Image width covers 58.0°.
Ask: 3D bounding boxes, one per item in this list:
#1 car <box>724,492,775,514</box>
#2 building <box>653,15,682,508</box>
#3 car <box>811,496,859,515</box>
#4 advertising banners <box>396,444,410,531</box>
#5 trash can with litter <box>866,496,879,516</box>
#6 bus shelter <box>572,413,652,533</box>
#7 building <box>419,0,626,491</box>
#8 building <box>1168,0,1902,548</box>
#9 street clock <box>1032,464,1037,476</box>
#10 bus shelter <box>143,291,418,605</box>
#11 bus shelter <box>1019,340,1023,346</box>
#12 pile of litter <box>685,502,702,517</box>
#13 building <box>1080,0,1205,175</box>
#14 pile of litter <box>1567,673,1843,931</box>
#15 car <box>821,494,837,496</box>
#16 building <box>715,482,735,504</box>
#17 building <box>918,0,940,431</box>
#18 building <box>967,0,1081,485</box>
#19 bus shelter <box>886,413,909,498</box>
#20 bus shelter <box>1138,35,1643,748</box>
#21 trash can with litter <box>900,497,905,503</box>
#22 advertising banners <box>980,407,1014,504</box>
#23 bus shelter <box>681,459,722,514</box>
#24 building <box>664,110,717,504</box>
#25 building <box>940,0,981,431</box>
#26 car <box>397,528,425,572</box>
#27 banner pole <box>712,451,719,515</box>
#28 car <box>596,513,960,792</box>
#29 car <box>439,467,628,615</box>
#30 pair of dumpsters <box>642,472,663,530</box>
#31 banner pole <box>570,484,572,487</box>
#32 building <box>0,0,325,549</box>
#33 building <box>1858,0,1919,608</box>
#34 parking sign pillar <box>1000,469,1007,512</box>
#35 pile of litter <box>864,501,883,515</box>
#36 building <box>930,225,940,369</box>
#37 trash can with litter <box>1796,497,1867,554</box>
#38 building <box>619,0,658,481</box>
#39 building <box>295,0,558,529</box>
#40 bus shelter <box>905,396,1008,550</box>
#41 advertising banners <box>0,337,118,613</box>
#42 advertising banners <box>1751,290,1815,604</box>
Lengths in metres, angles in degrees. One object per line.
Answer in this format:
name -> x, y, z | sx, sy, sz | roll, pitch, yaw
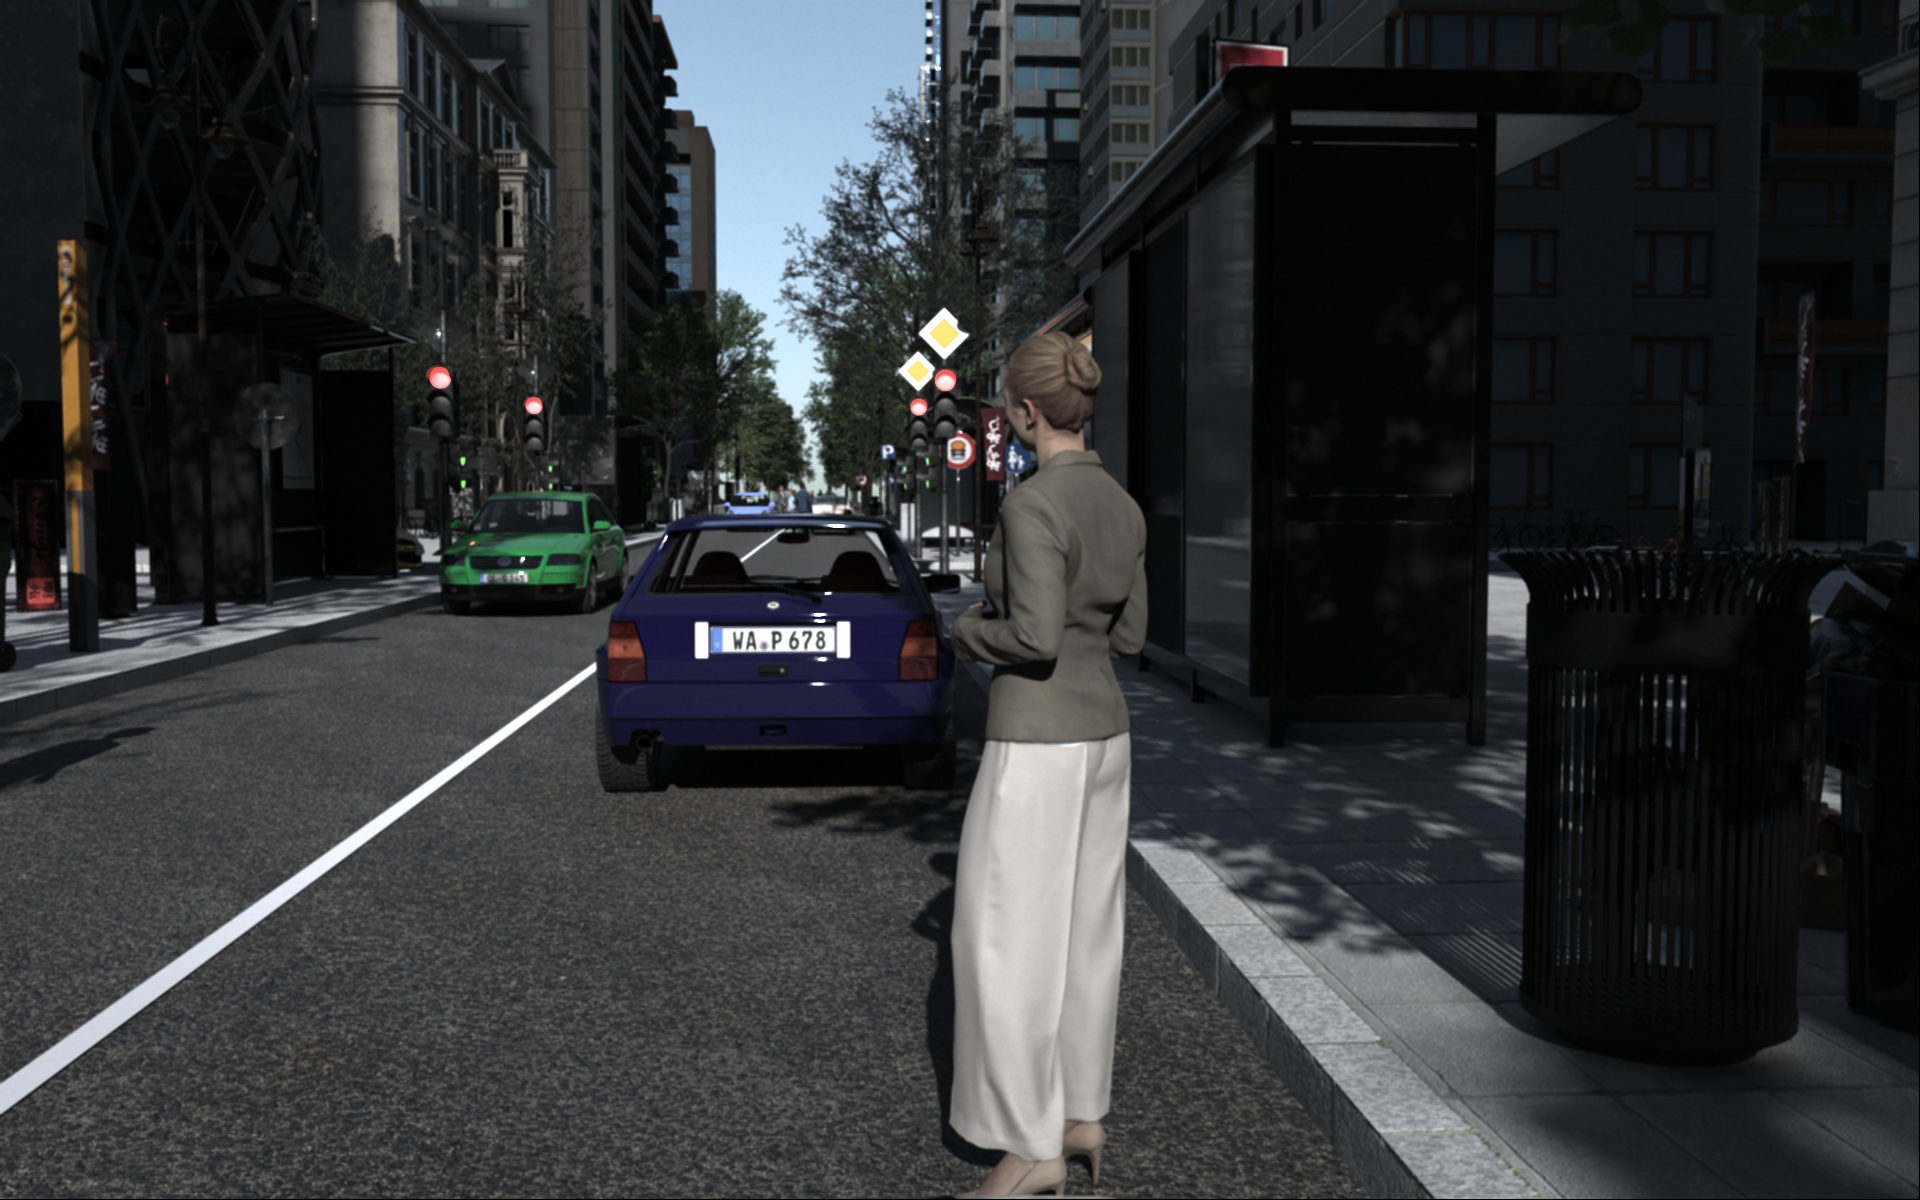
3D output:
car -> -8.045, -3.485, 66.577 | 1.945, 1.707, 3.694 | 0, 4, -3
building -> -37.095, -30.695, 156.483 | 22.147, 44.769, 28.867 | 0, 4, -4
car -> -4.640, -3.030, 61.897 | 2.083, 1.381, 4.827 | 0, 4, -3
advertising banners -> -19.170, -3.883, 59.677 | 0.090, 3.025, 2.074 | 0, 4, -4
trash can with litter -> -4.546, -4.698, 88.194 | 0.624, 1.170, 1.055 | -2, 4, -33
bus shelter -> -10.668, -3.804, 53.484 | 1.731, 3.624, 6.357 | 0, 4, -4
building -> -30.086, -26.324, 113.993 | 14.154, 41.232, 14.086 | 0, 4, -4
building -> 23.508, -12.835, 54.892 | 28.899, 21.520, 27.650 | 0, 4, -4
street clock -> 1.964, -2.291, 42.027 | 0.358, 2.002, 0.471 | -2, 4, -32
bus shelter -> -8.828, -1.950, 23.158 | 1.731, 3.624, 6.357 | 0, 4, -4
bus shelter -> 1.995, -2.698, 21.743 | 2.179, 5.291, 8.768 | 0, 4, -4
pile of litter -> -14.371, -4.928, 94.534 | 1.719, 0.858, 1.176 | 1, 4, 15
building -> 19.842, -24.876, 98.609 | 32.217, 40.220, 23.993 | 0, 4, -4
pile of litter -> 2.757, 0.517, 5.517 | 1.719, 0.858, 1.176 | 0, 4, 2
car -> -10.311, -7.612, 136.258 | 2.131, 1.459, 4.920 | 0, 4, -3
building -> -49.015, -34.083, 249.138 | 32.217, 40.220, 23.993 | 0, 4, -4
building -> 2.818, -57.474, 252.371 | 22.319, 86.520, 31.000 | 0, 4, -4
building -> 12.222, -31.464, 134.048 | 23.786, 49.044, 30.456 | 0, 4, -4
bus shelter -> -2.579, -6.373, 81.830 | 2.179, 5.291, 8.768 | 0, 4, -4
bus shelter -> 2.050, -2.157, 12.899 | 2.179, 5.291, 8.768 | 0, 4, -4
trash can with litter -> -2.362, -3.669, 71.381 | 0.624, 1.170, 1.055 | 1, 4, 20
advertising banners -> 1.376, -2.350, 34.615 | 2.074, 3.025, 0.090 | 1, 4, 22
bus shelter -> -15.132, -6.589, 101.650 | 2.014, 3.302, 5.546 | 0, 4, -4
building -> -36.364, -34.003, 206.051 | 14.600, 45.320, 14.200 | 0, 4, -4
building -> 8.584, -37.973, 162.851 | 21.231, 58.520, 28.212 | 0, 4, -4
car -> -11.124, -1.162, 29.224 | 3.980, 1.641, 2.015 | 0, 4, -3
banner pole -> -13.719, -6.551, 97.131 | 0.401, 3.779, 0.863 | -3, 4, -38
car -> -0.943, 0.176, 9.698 | 1.945, 1.354, 3.894 | 0, 4, -3
car -> -5.338, -0.810, 22.035 | 1.959, 1.807, 4.718 | 0, 4, -3
pair of dumpsters -> -11.638, -3.655, 62.257 | 1.574, 2.255, 4.437 | 0, 4, -4
banner pole -> -18.086, -5.601, 81.590 | 0.863, 3.779, 0.401 | 3, 4, 36
building -> -26.919, -11.036, 47.897 | 16.820, 18.784, 16.811 | 0, 4, -4
building -> 16.766, -13.443, 7.183 | 14.401, 28.519, 23.554 | 0, 4, -4
parking sign pillar -> 2.294, -6.146, 88.958 | 1.447, 3.967, 1.447 | 3, 5, 41
pile of litter -> -5.067, -5.596, 105.464 | 1.719, 0.858, 1.176 | -1, 4, -17
building -> 8.897, -32.650, 225.704 | 32.217, 40.220, 23.993 | 0, 4, -4
trash can with litter -> 18.789, -1.608, 37.346 | 2.233, 1.210, 1.678 | 1, 4, 14
building -> -34.970, -31.044, 131.269 | 21.300, 48.544, 21.600 | 0, 4, -4
building -> -26.730, -15.929, 79.531 | 14.460, 24.649, 34.723 | 0, 4, -4
bus shelter -> -0.111, -2.732, 38.587 | 2.014, 3.302, 5.546 | 0, 4, -4
advertising banners -> -10.050, -1.381, 18.763 | 0.090, 3.025, 2.074 | 2, 4, 31
advertising banners -> 7.566, -1.209, 15.961 | 0.090, 3.025, 2.074 | 1, 4, 14
